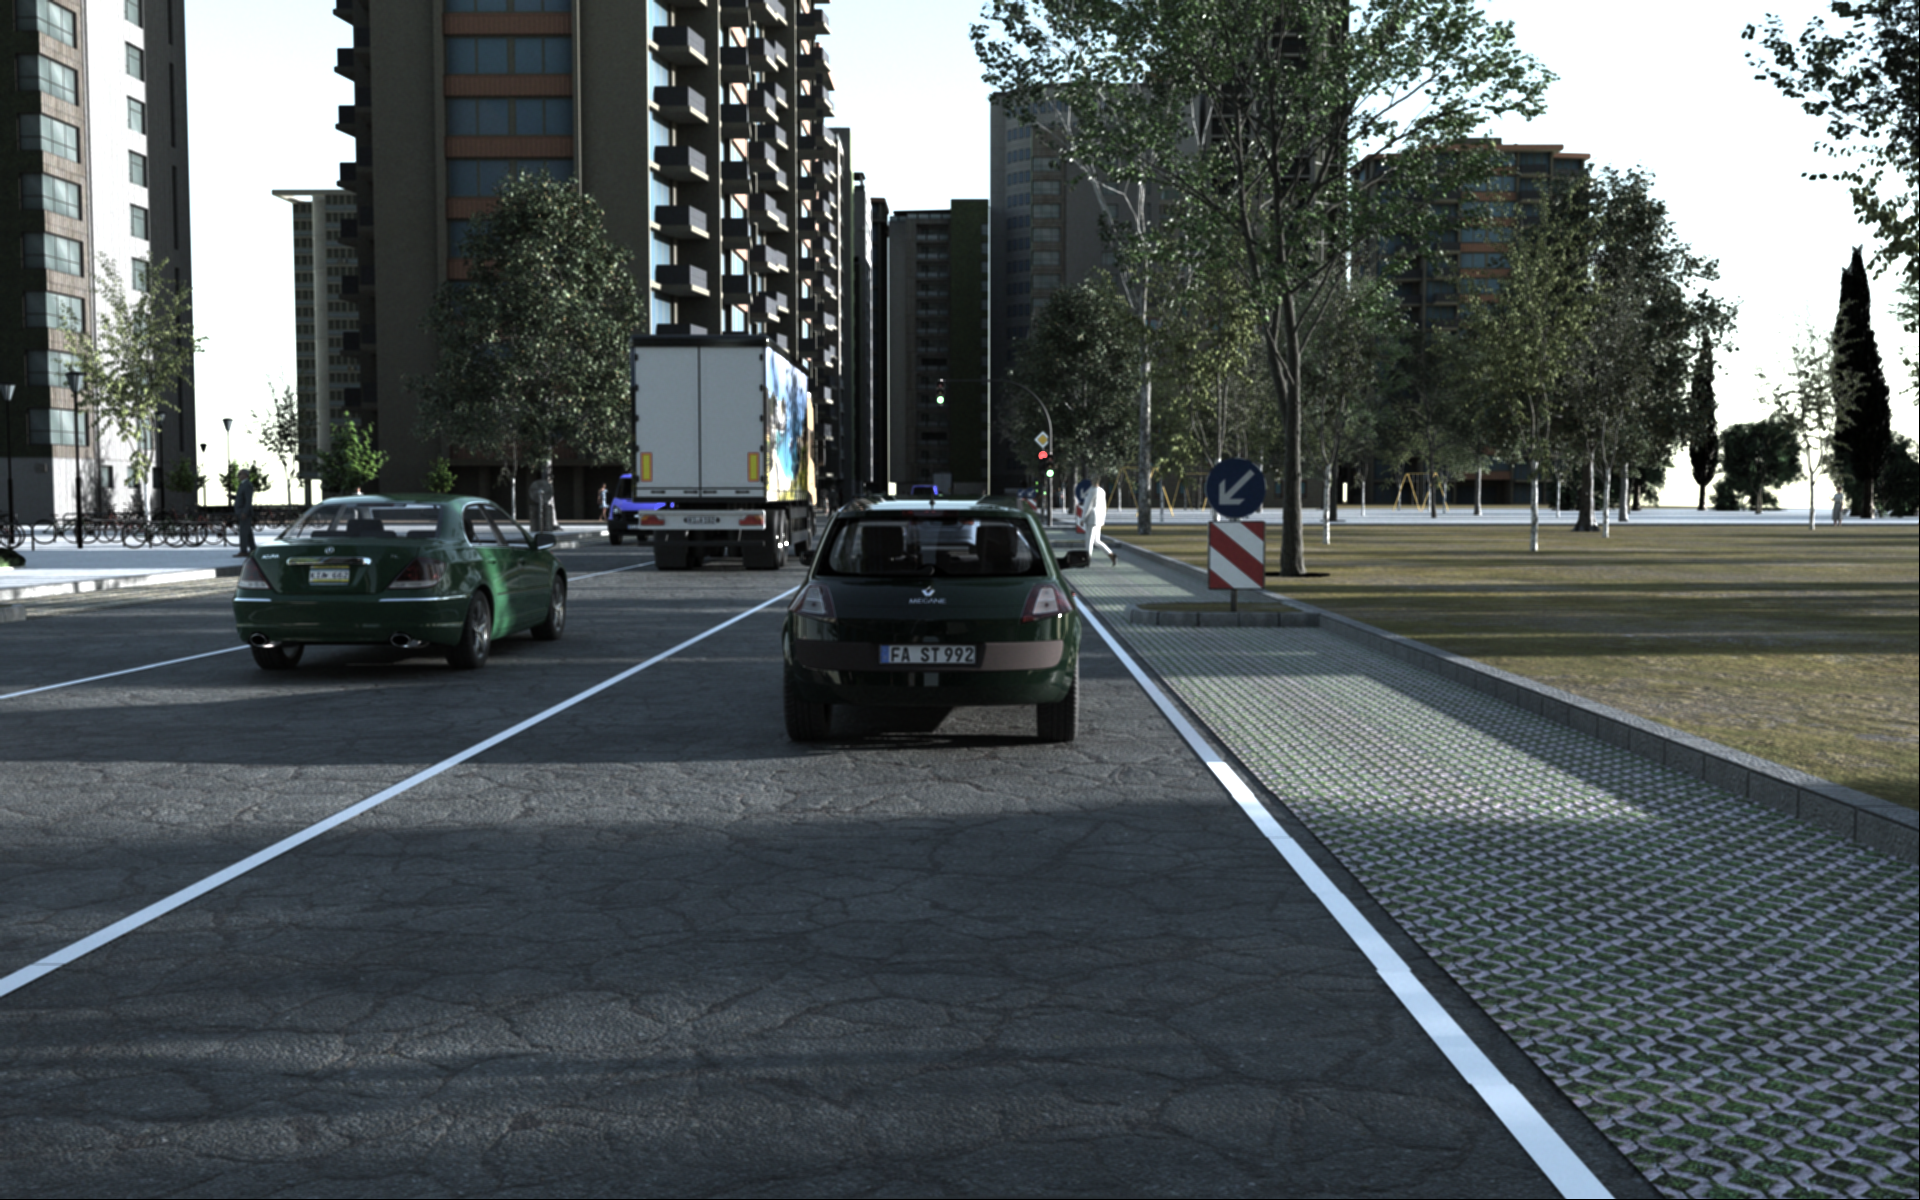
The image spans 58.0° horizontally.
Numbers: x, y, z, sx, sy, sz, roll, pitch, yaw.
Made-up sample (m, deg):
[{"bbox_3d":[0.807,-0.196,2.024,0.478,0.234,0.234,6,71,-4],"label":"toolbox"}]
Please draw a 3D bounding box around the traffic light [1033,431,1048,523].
[{"bbox_3d":[3.654,-5.380,76.876,0.839,4.253,0.868,0,4,1],"label":"traffic light"}]

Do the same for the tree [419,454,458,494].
[{"bbox_3d":[-24.730,-5.374,82.466,1.663,3.219,1.824,0,3,0],"label":"tree"}]

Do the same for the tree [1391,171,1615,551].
[{"bbox_3d":[12.729,-5.411,38.837,4.737,8.622,4.395,0,3,0],"label":"tree"}]

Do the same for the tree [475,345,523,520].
[{"bbox_3d":[-20.959,-7.937,80.130,4.360,8.622,3.978,0,3,0],"label":"tree"}]

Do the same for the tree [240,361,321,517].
[{"bbox_3d":[-37.097,-8.860,95.220,4.360,8.622,3.978,0,3,0],"label":"tree"}]

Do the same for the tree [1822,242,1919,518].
[{"bbox_3d":[52.835,-11.835,95.326,13.155,14.587,18.604,0,4,3],"label":"tree"}]

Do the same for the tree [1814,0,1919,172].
[{"bbox_3d":[11.662,-4.931,15.032,7.601,10.594,8.767,-3,5,-40],"label":"tree"}]

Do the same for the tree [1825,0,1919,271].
[{"bbox_3d":[14.301,-4.519,24.254,4.737,8.622,4.395,0,3,0],"label":"tree"}]

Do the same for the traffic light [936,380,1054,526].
[{"bbox_3d":[1.447,-5.756,68.780,4.771,5.953,1.251,0,4,1],"label":"traffic light"}]

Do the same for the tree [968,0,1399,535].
[{"bbox_3d":[7.084,-12.085,53.474,12.611,20.169,13.585,0,3,0],"label":"tree"}]

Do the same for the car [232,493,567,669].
[{"bbox_3d":[-4.842,-0.233,15.606,2.131,1.459,4.920,0,3,0],"label":"car"}]

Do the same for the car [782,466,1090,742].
[{"bbox_3d":[-0.120,-0.101,11.439,2.009,1.686,4.222,0,4,2],"label":"car"}]

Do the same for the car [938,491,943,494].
[{"bbox_3d":[-2.760,-11.488,196.501,2.281,1.827,5.304,0,4,1],"label":"car"}]

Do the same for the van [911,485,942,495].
[{"bbox_3d":[-2.507,-7.388,125.185,2.240,2.365,5.245,0,4,2],"label":"van"}]

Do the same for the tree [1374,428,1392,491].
[{"bbox_3d":[33.997,-11.260,134.459,4.737,8.622,4.395,0,3,0],"label":"tree"}]

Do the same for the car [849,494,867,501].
[{"bbox_3d":[-9.739,-9.530,167.821,2.014,1.417,4.499,0,4,0],"label":"car"}]

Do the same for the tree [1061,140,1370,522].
[{"bbox_3d":[5.118,-5.226,35.800,4.737,8.622,4.395,0,3,0],"label":"tree"}]

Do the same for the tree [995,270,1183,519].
[{"bbox_3d":[6.486,-10.539,89.320,9.611,12.733,9.660,0,3,0],"label":"tree"}]

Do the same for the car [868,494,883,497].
[{"bbox_3d":[-7.181,-8.393,149.018,2.131,1.459,4.920,0,4,0],"label":"car"}]

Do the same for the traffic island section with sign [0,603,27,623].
[{"bbox_3d":[-11.648,-0.651,19.264,1.989,1.847,2.006,0,4,1],"label":"traffic island section with sign"}]

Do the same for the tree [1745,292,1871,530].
[{"bbox_3d":[30.566,-6.834,62.099,4.360,8.622,3.978,0,3,0],"label":"tree"}]

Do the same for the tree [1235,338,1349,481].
[{"bbox_3d":[25.710,-13.870,133.431,9.857,13.997,8.962,0,3,0],"label":"tree"}]

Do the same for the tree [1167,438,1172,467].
[{"bbox_3d":[20.411,-12.942,146.015,7.601,10.594,8.767,0,4,6],"label":"tree"}]

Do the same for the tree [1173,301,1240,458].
[{"bbox_3d":[10.201,-6.979,64.470,4.360,8.622,3.978,0,3,0],"label":"tree"}]

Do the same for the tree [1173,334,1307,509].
[{"bbox_3d":[16.570,-10.167,100.649,7.601,10.594,8.767,0,4,5],"label":"tree"}]

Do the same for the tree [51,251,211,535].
[{"bbox_3d":[-24.548,-6.189,51.560,4.737,8.622,4.395,0,3,0],"label":"tree"}]

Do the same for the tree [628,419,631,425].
[{"bbox_3d":[-13.650,-8.007,81.275,4.360,8.622,3.978,0,3,0],"label":"tree"}]

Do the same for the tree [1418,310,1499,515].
[{"bbox_3d":[31.593,-11.423,104.899,7.486,12.596,7.792,0,3,0],"label":"tree"}]

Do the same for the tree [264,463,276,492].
[{"bbox_3d":[-35.782,-5.692,87.673,1.663,3.219,1.824,0,3,0],"label":"tree"}]

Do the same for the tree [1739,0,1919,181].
[{"bbox_3d":[22.773,-10.974,35.309,12.611,20.169,13.585,0,3,0],"label":"tree"}]

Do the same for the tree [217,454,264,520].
[{"bbox_3d":[-34.921,-5.421,83.243,1.663,3.219,1.824,0,3,0],"label":"tree"}]

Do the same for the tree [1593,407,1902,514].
[{"bbox_3d":[51.819,-9.237,113.933,20.602,7.101,11.467,-1,4,-23],"label":"tree"}]

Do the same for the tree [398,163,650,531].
[{"bbox_3d":[-14.504,-8.756,60.167,9.611,12.733,9.660,0,3,0],"label":"tree"}]

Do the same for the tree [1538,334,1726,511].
[{"bbox_3d":[54.612,-14.357,136.555,18.604,14.587,13.155,0,3,0],"label":"tree"}]

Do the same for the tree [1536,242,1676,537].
[{"bbox_3d":[19.195,-6.181,51.417,4.360,8.622,3.978,0,3,0],"label":"tree"}]

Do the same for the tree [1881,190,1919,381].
[{"bbox_3d":[29.690,-7.487,48.168,9.928,11.665,9.643,0,3,0],"label":"tree"}]

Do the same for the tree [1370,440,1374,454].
[{"bbox_3d":[23.519,-9.750,109.776,4.737,8.622,4.395,0,3,0],"label":"tree"}]

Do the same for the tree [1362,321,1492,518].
[{"bbox_3d":[25.350,-9.731,93.515,7.601,10.594,8.767,2,4,26],"label":"tree"}]

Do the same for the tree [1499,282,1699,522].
[{"bbox_3d":[30.672,-9.933,80.537,7.486,12.596,7.792,0,3,0],"label":"tree"}]

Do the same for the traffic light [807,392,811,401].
[{"bbox_3d":[-9.013,-6.263,77.075,4.771,5.953,1.251,0,4,1],"label":"traffic light"}]

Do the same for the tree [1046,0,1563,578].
[{"bbox_3d":[5.040,-6.182,26.835,9.928,11.665,9.643,0,3,0],"label":"tree"}]

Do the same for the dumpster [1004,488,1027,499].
[{"bbox_3d":[4.261,-7.582,132.181,1.865,1.857,1.264,0,4,1],"label":"dumpster"}]

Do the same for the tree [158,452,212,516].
[{"bbox_3d":[-35.744,-5.208,79.747,1.663,3.219,1.824,0,3,0],"label":"tree"}]

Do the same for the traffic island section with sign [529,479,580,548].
[{"bbox_3d":[-11.258,-2.299,46.216,1.989,1.847,2.006,0,4,1],"label":"traffic island section with sign"}]

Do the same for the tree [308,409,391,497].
[{"bbox_3d":[-14.133,-2.764,39.785,1.663,3.219,1.824,0,3,0],"label":"tree"}]

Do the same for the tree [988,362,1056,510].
[{"bbox_3d":[7.387,-14.215,142.792,12.009,13.543,11.850,0,3,0],"label":"tree"}]

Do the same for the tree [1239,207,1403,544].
[{"bbox_3d":[9.415,-5.757,44.497,4.360,8.622,3.978,0,3,0],"label":"tree"}]

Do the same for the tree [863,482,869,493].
[{"bbox_3d":[-12.247,-13.291,211.903,1.663,3.219,1.824,0,3,0],"label":"tree"}]

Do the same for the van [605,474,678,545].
[{"bbox_3d":[-8.840,-2.823,50.542,2.240,2.365,5.245,0,4,2],"label":"van"}]

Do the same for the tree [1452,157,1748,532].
[{"bbox_3d":[21.563,-8.690,59.085,9.611,12.733,9.660,0,3,0],"label":"tree"}]

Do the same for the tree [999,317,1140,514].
[{"bbox_3d":[7.334,-12.459,110.364,9.857,13.997,8.962,0,3,0],"label":"tree"}]
